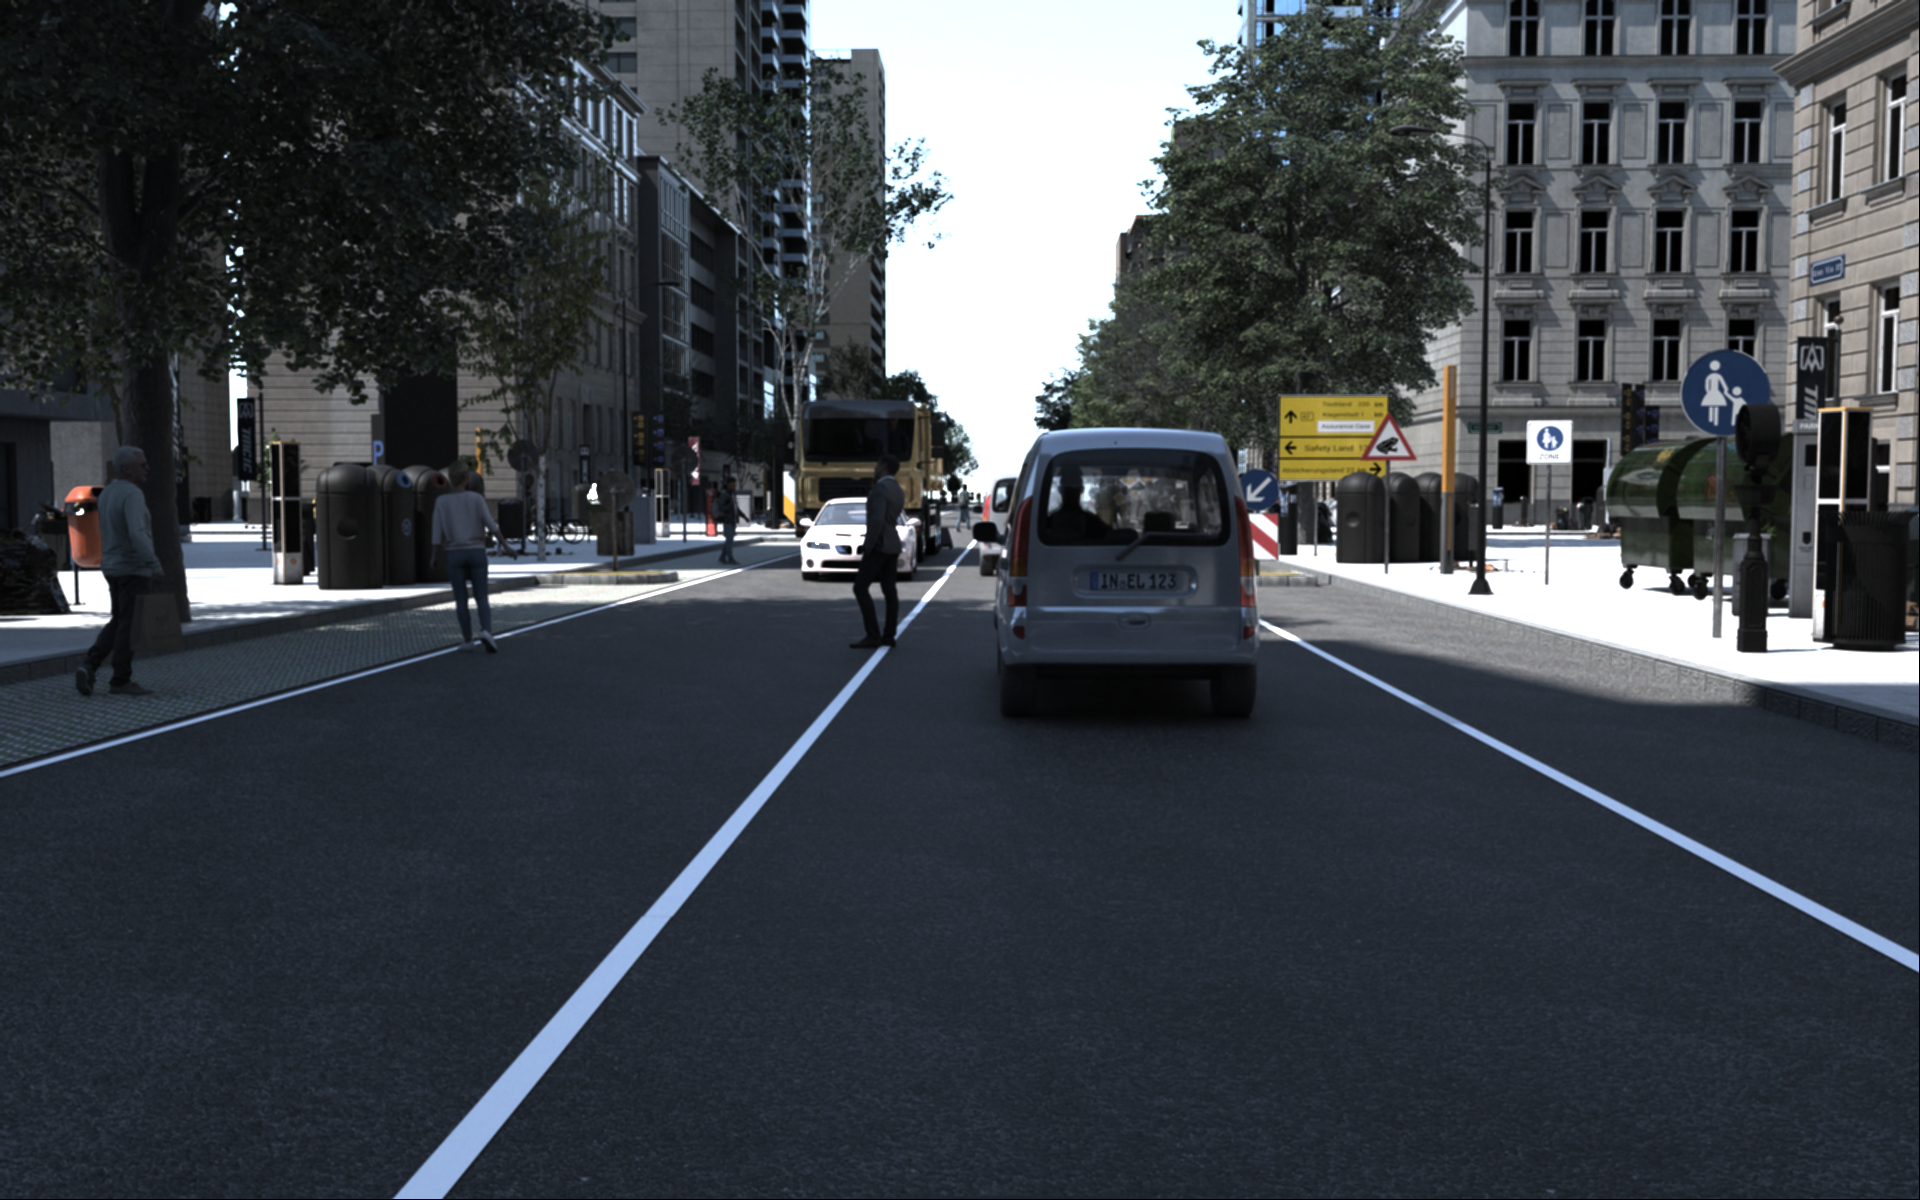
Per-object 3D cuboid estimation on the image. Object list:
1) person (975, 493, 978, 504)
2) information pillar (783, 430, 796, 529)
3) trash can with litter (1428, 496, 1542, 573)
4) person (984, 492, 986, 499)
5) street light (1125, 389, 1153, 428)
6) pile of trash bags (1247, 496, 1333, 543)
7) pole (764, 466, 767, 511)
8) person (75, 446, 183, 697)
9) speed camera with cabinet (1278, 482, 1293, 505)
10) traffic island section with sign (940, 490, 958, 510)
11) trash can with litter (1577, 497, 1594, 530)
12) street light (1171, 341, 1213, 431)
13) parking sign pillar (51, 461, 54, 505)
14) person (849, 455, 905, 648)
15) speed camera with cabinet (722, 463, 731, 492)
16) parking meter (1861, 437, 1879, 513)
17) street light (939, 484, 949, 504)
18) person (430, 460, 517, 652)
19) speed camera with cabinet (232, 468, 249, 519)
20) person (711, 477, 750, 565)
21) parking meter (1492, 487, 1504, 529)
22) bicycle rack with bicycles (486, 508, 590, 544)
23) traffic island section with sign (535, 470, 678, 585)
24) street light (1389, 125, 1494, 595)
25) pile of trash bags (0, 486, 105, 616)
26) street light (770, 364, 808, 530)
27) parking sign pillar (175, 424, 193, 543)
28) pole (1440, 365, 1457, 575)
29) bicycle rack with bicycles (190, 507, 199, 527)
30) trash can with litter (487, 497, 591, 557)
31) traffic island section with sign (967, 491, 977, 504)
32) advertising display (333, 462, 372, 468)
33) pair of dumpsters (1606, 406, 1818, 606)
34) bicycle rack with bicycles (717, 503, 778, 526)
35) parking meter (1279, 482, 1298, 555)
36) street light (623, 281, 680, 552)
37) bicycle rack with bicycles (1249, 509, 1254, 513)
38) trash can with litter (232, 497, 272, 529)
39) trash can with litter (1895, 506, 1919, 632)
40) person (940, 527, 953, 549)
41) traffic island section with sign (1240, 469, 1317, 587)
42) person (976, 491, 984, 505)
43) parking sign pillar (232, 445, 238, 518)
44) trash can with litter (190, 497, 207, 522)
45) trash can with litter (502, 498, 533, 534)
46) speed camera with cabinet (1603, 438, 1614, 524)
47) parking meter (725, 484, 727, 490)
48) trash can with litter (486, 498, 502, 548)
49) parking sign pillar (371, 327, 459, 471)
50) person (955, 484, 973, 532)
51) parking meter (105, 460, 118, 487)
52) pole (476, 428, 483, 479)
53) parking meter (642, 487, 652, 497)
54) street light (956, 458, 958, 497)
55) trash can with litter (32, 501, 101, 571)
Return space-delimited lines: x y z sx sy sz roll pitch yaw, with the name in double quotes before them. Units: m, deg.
"person" 2.358 -14.624 249.073 0.593 1.643 0.415 1 4 14
"information pillar" -6.234 -4.410 63.464 0.504 3.616 0.183 2 4 26
"trash can with litter" 8.697 -1.115 29.287 1.678 1.210 2.233 0 4 -6
"person" 2.895 -11.662 199.850 0.721 1.739 1.217 -2 4 -24
"street light" 7.825 -6.289 75.358 1.470 5.913 1.316 0 4 2
"pile of trash bags" 9.601 -2.212 45.923 3.447 1.369 1.912 2 4 26
"pole" -14.034 -8.024 125.028 0.158 3.312 0.155 0 3 0
"person" -5.821 -0.190 12.098 0.782 1.767 0.515 3 5 40
"speed camera with cabinet" 15.215 -5.354 81.877 2.038 3.252 0.660 -1 4 -12
"traffic island section with sign" -1.458 -9.296 160.624 1.989 1.847 2.006 0 4 2
"trash can with litter" 22.457 -3.118 62.366 0.624 1.170 1.055 1 4 10
"street light" 7.044 -4.876 52.270 1.470 5.913 1.316 0 4 2
"parking sign pillar" -57.576 -7.284 107.570 1.447 3.967 1.447 1 4 23
"person" -0.767 -0.462 16.239 0.473 1.802 0.592 3 4 38
"speed camera with cabinet" -14.374 -7.055 109.686 0.660 3.252 2.038 1 4 21
"parking meter" 7.866 -0.588 15.329 0.399 1.863 0.255 0 4 -8
"street light" -1.795 -13.722 196.902 1.470 5.913 1.316 0 4 2
"person" -4.381 -0.400 15.712 0.731 1.740 0.598 -2 4 -31
"speed camera with cabinet" -37.846 -5.906 90.905 0.660 3.252 2.038 -3 4 -36
"person" -4.629 -1.588 34.809 0.721 1.781 0.623 0 4 5
"parking meter" 19.534 -3.332 62.888 0.372 1.533 0.369 0 3 0
"bicycle rack with bicycles" -10.917 -1.948 45.240 2.925 0.926 2.852 2 4 27
"traffic island section with sign" -5.650 -1.188 28.047 1.989 1.847 2.006 0 4 2
"street light" 6.110 -3.023 21.974 1.470 5.913 1.316 0 4 2
"pile of trash bags" -10.422 -0.541 18.591 1.912 1.369 3.447 1 4 18
"street light" -6.129 -5.485 62.216 1.470 5.913 1.316 0 4 2
"parking sign pillar" -21.153 -3.508 45.834 1.447 3.967 1.447 3 5 43
"pole" 7.780 -2.064 27.591 0.158 3.312 0.155 0 3 0
"bicycle rack with bicycles" -31.761 -3.351 68.172 2.925 0.926 2.852 3 5 40
"trash can with litter" -8.996 -1.542 36.271 2.233 1.210 1.678 -3 4 -37
"traffic island section with sign" 2.009 -15.999 270.216 1.989 1.847 2.006 0 4 2
"advertising display" -12.211 -1.832 35.162 0.974 1.923 0.123 0 4 1
"pair of dumpsters" 9.469 -1.151 21.311 1.574 2.255 4.437 0 4 2
"bicycle rack with bicycles" -8.807 -3.487 70.395 2.925 0.926 2.852 -2 4 -29
"parking meter" 6.900 -1.708 36.341 0.372 1.533 0.369 0 3 0
"street light" -6.782 -3.995 37.858 1.470 5.913 1.316 0 4 2
"bicycle rack with bicycles" 17.007 -4.753 91.097 2.852 0.926 2.925 -2 4 -32
"trash can with litter" -25.713 -3.244 64.097 2.233 1.210 1.678 -1 4 -11
"trash can with litter" 9.097 -0.307 16.400 0.624 1.170 1.055 3 5 42
"person" -0.880 -2.253 45.558 0.699 1.804 1.509 -2 4 -35
"traffic island section with sign" 4.567 -1.170 27.757 1.989 1.847 2.006 0 4 2
"person" 2.319 -11.906 203.180 1.348 1.822 0.705 -3 5 -43
"parking sign pillar" -40.104 -6.525 95.163 1.447 3.967 1.447 0 4 2
"trash can with litter" -34.634 -4.100 78.430 1.055 1.170 0.624 2 4 28
"trash can with litter" -13.629 -2.550 53.079 1.055 1.170 0.624 1 4 12
"speed camera with cabinet" 22.883 -4.040 60.383 0.660 3.252 2.038 1 4 13
"parking meter" -13.113 -5.661 98.270 0.255 1.863 0.399 -3 5 -40
"trash can with litter" -11.501 -1.812 41.016 0.624 1.170 1.055 2 4 24
"parking sign pillar" -8.677 -2.393 27.600 1.447 3.967 1.447 3 5 42
"person" 0.147 -3.458 65.031 0.713 1.824 0.794 -1 4 -19
"parking meter" -12.631 -1.248 26.113 0.399 1.863 0.255 0 4 -3
"pole" -14.775 -3.637 53.311 0.158 3.312 0.155 0 3 0
"parking meter" -11.759 -3.467 65.097 0.372 1.533 0.369 0 3 0
"street light" -1.010 -15.174 220.632 1.470 5.913 1.316 0 4 2
"trash can with litter" -14.894 -1.076 28.977 1.055 1.170 0.624 -3 4 -38
